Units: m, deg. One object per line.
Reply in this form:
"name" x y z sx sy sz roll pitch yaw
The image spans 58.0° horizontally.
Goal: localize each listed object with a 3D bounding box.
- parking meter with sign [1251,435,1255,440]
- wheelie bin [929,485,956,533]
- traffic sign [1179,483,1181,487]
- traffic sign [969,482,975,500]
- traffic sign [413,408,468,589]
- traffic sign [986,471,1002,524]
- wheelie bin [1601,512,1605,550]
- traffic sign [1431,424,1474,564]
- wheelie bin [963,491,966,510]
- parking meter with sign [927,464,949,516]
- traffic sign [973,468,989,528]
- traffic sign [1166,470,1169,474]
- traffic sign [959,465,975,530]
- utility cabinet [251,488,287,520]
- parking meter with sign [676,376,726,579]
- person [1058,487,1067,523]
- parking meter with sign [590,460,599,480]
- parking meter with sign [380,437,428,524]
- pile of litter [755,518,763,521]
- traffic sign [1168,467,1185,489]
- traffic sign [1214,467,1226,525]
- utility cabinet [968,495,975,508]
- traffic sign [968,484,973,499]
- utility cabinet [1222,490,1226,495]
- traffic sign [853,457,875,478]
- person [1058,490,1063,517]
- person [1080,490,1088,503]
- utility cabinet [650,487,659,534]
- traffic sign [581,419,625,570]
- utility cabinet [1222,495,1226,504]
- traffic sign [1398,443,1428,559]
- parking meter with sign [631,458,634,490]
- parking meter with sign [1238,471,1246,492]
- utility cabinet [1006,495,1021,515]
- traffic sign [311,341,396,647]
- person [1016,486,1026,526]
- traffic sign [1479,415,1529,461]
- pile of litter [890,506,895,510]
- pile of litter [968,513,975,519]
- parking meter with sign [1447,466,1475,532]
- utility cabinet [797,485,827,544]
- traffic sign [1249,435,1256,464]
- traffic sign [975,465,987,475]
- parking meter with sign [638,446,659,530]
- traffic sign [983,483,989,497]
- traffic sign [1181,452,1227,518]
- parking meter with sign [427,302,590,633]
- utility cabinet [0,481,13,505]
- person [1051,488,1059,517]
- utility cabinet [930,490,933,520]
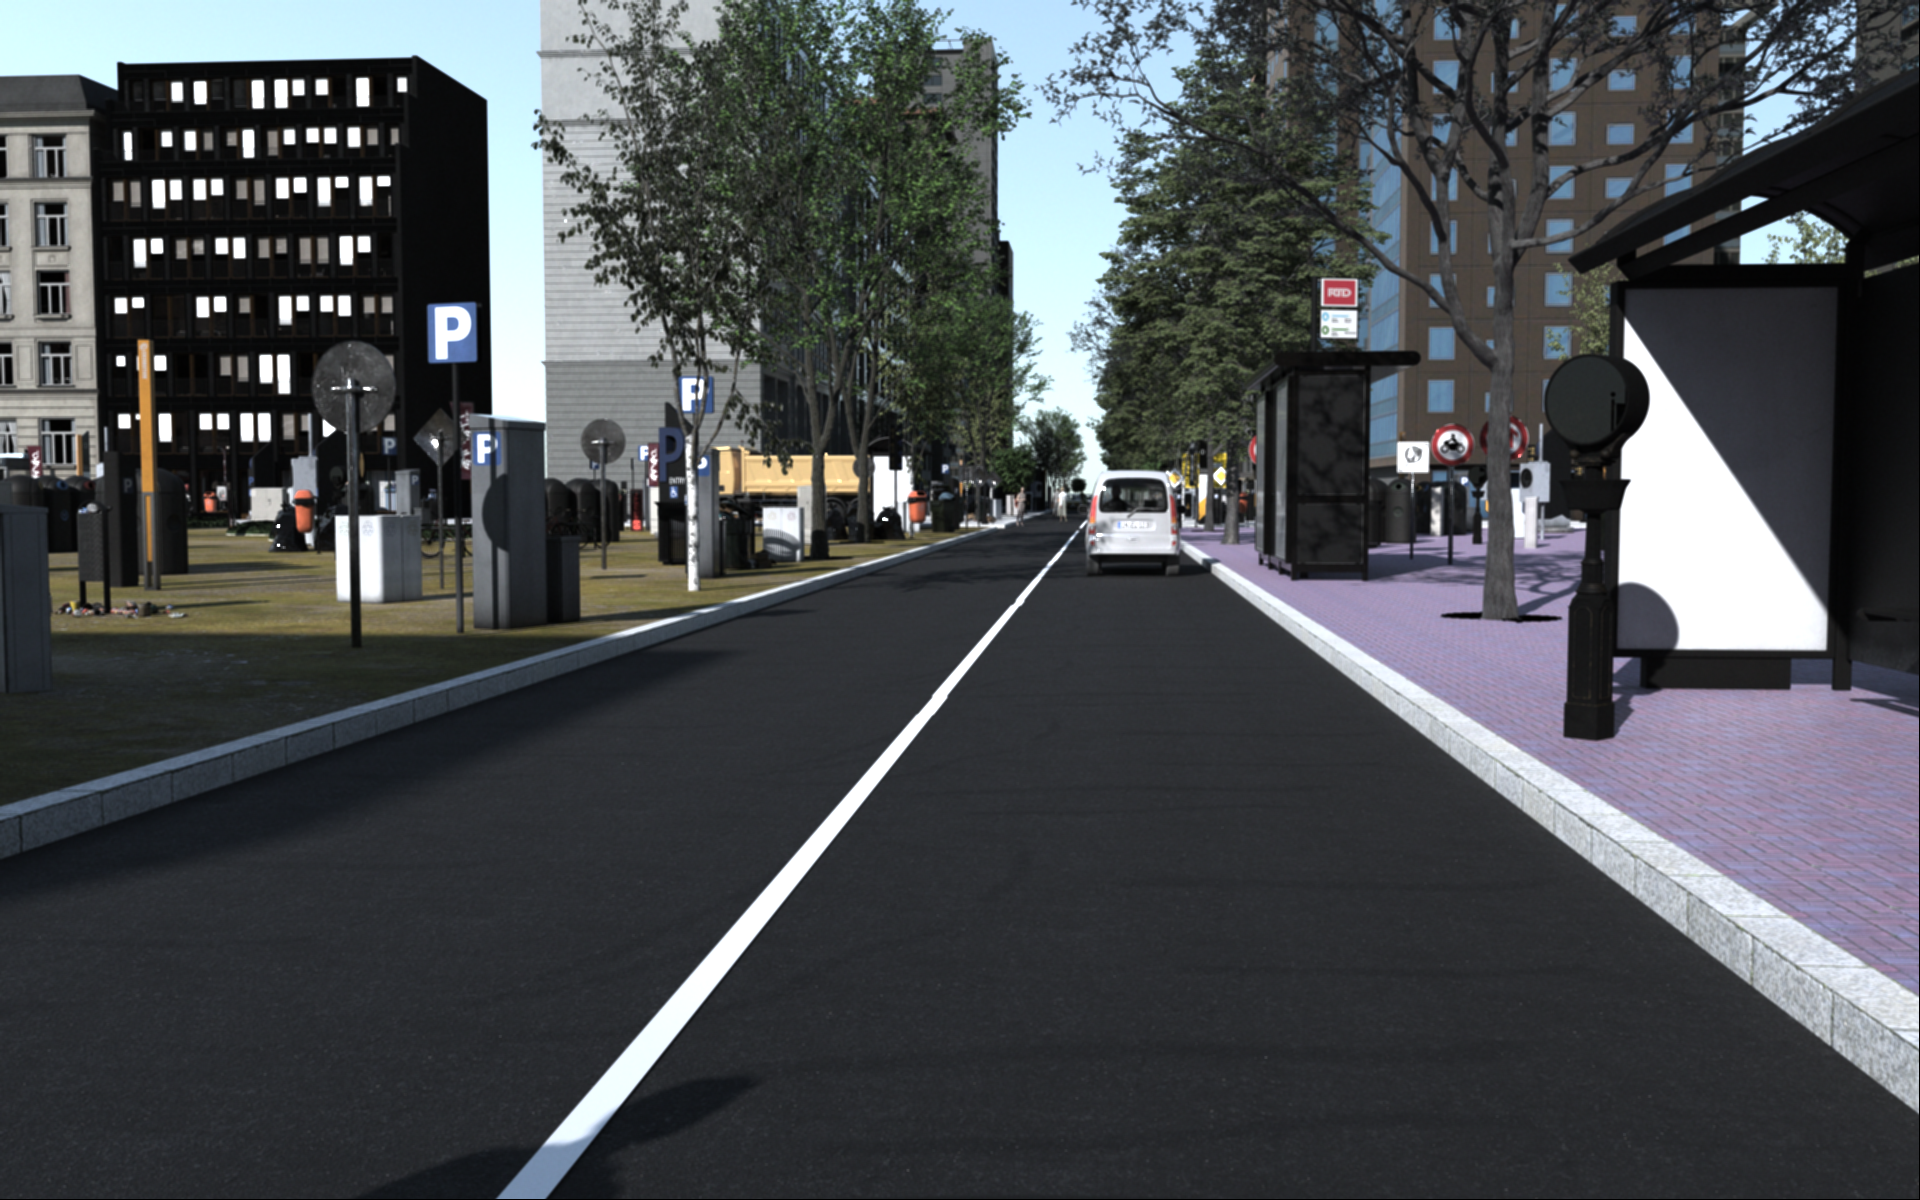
"parking meter with sign" 9.382 -3.342 50.910 0.543 3.016 1.738 -3 4 -38
"wheelie bin" -0.574 -3.051 57.790 0.980 1.594 0.693 3 5 41
"traffic sign" 12.868 -6.212 101.676 0.768 2.556 0.104 1 4 9
"traffic sign" 0.835 -6.515 107.707 0.795 2.450 0.064 1 4 8
"traffic sign" -6.999 -1.355 23.338 0.795 2.450 0.064 1 4 11
"traffic sign" 1.410 -4.303 73.992 0.795 2.450 0.064 0 4 5
"wheelie bin" 14.804 -1.937 39.579 0.693 1.594 0.980 -1 4 -12
"traffic sign" 8.947 -1.922 31.528 0.768 2.556 0.104 0 4 7
"wheelie bin" 0.065 -7.923 137.441 0.693 1.594 0.980 -3 5 -41
"parking meter with sign" -1.337 -6.434 101.454 0.543 3.016 1.738 -2 4 -34
"traffic sign" 0.727 -3.816 66.036 0.795 2.450 0.064 0 4 5
"traffic sign" 8.776 -4.263 73.341 0.795 2.450 0.064 0 4 5
"traffic sign" 0.242 -3.616 61.249 0.606 2.300 0.079 1 4 14
"utility cabinet" -23.924 -3.137 59.970 1.173 1.500 0.318 1 4 9
"parking meter with sign" -3.910 -1.850 26.510 0.543 3.016 1.738 0 4 0
"person" 5.162 -4.750 86.395 0.478 1.798 0.641 -1 4 -19
"parking meter with sign" -18.256 -5.350 83.736 1.738 3.016 0.543 2 4 33
"parking meter with sign" -16.806 -3.450 52.675 1.738 3.016 0.543 2 4 33
"pile of litter" -9.290 -4.323 84.650 1.719 0.858 1.176 -1 4 -18
"traffic sign" 8.093 -3.776 65.386 0.795 2.450 0.064 0 4 5
"traffic sign" 10.962 -4.375 72.723 0.795 2.450 0.064 1 4 11
"utility cabinet" 1.034 -7.631 135.931 1.020 1.237 0.306 -3 5 -42
"traffic sign" 0.842 -6.926 113.241 0.884 2.594 0.081 1 4 13
"utility cabinet" 12.872 -4.664 84.929 0.318 1.500 1.173 3 5 39
"traffic sign" -3.213 -3.532 57.861 0.768 2.556 0.104 1 4 10
"person" 6.359 -6.085 108.998 0.512 1.701 0.522 3 5 41
"person" 11.572 -9.547 164.693 1.348 1.812 0.705 2 4 33
"utility cabinet" -9.207 -2.783 54.174 1.173 1.500 0.318 3 5 43
"traffic sign" -6.053 -1.790 29.378 0.768 2.556 0.104 0 4 5
"utility cabinet" 12.419 -4.276 81.070 1.020 1.237 0.306 1 4 13
"traffic sign" 8.904 -1.955 34.094 0.606 2.300 0.079 0 4 7
"parking meter with sign" -15.115 -5.396 84.480 1.738 3.016 0.543 0 4 -5
"parking meter with sign" 21.743 -8.217 130.602 1.738 3.016 0.543 2 4 26
"utility cabinet" 3.406 -5.929 108.097 1.020 1.237 0.306 1 4 14
"traffic sign" -5.059 -0.877 14.440 0.768 2.556 0.104 1 4 11
"person" 2.779 -4.233 78.045 0.599 1.781 0.374 -2 4 -33
"traffic sign" 8.729 -1.698 27.874 0.768 2.556 0.104 1 4 9
"pile of litter" -2.545 -2.825 60.160 1.176 0.858 1.719 -2 4 -28
"pile of litter" 0.825 -4.616 89.439 1.719 0.858 1.176 -2 4 -27
"parking meter with sign" 17.039 -3.844 59.113 0.543 3.016 1.738 -1 4 -11
"utility cabinet" -3.759 -2.146 43.763 0.318 1.500 1.173 -2 4 -29
"traffic sign" 6.177 -2.121 34.785 0.768 2.556 0.104 1 4 9
"traffic sign" 0.798 -4.566 74.768 0.768 2.556 0.104 1 4 8
"parking meter with sign" -11.139 -4.082 62.995 0.543 3.016 1.738 1 4 8
"traffic sign" 1.818 -7.419 121.413 0.768 2.556 0.104 1 4 14
"traffic sign" 11.817 -5.492 83.668 2.265 3.308 0.079 1 4 11
"parking meter with sign" -4.316 -1.248 16.659 0.543 3.016 1.738 1 4 21
"utility cabinet" -15.974 -1.191 28.158 1.173 1.500 0.318 1 4 15
"person" 6.178 -6.243 110.689 0.709 1.813 0.853 1 4 15
"utility cabinet" -1.292 -4.613 84.094 0.318 1.500 1.173 0 4 -2
